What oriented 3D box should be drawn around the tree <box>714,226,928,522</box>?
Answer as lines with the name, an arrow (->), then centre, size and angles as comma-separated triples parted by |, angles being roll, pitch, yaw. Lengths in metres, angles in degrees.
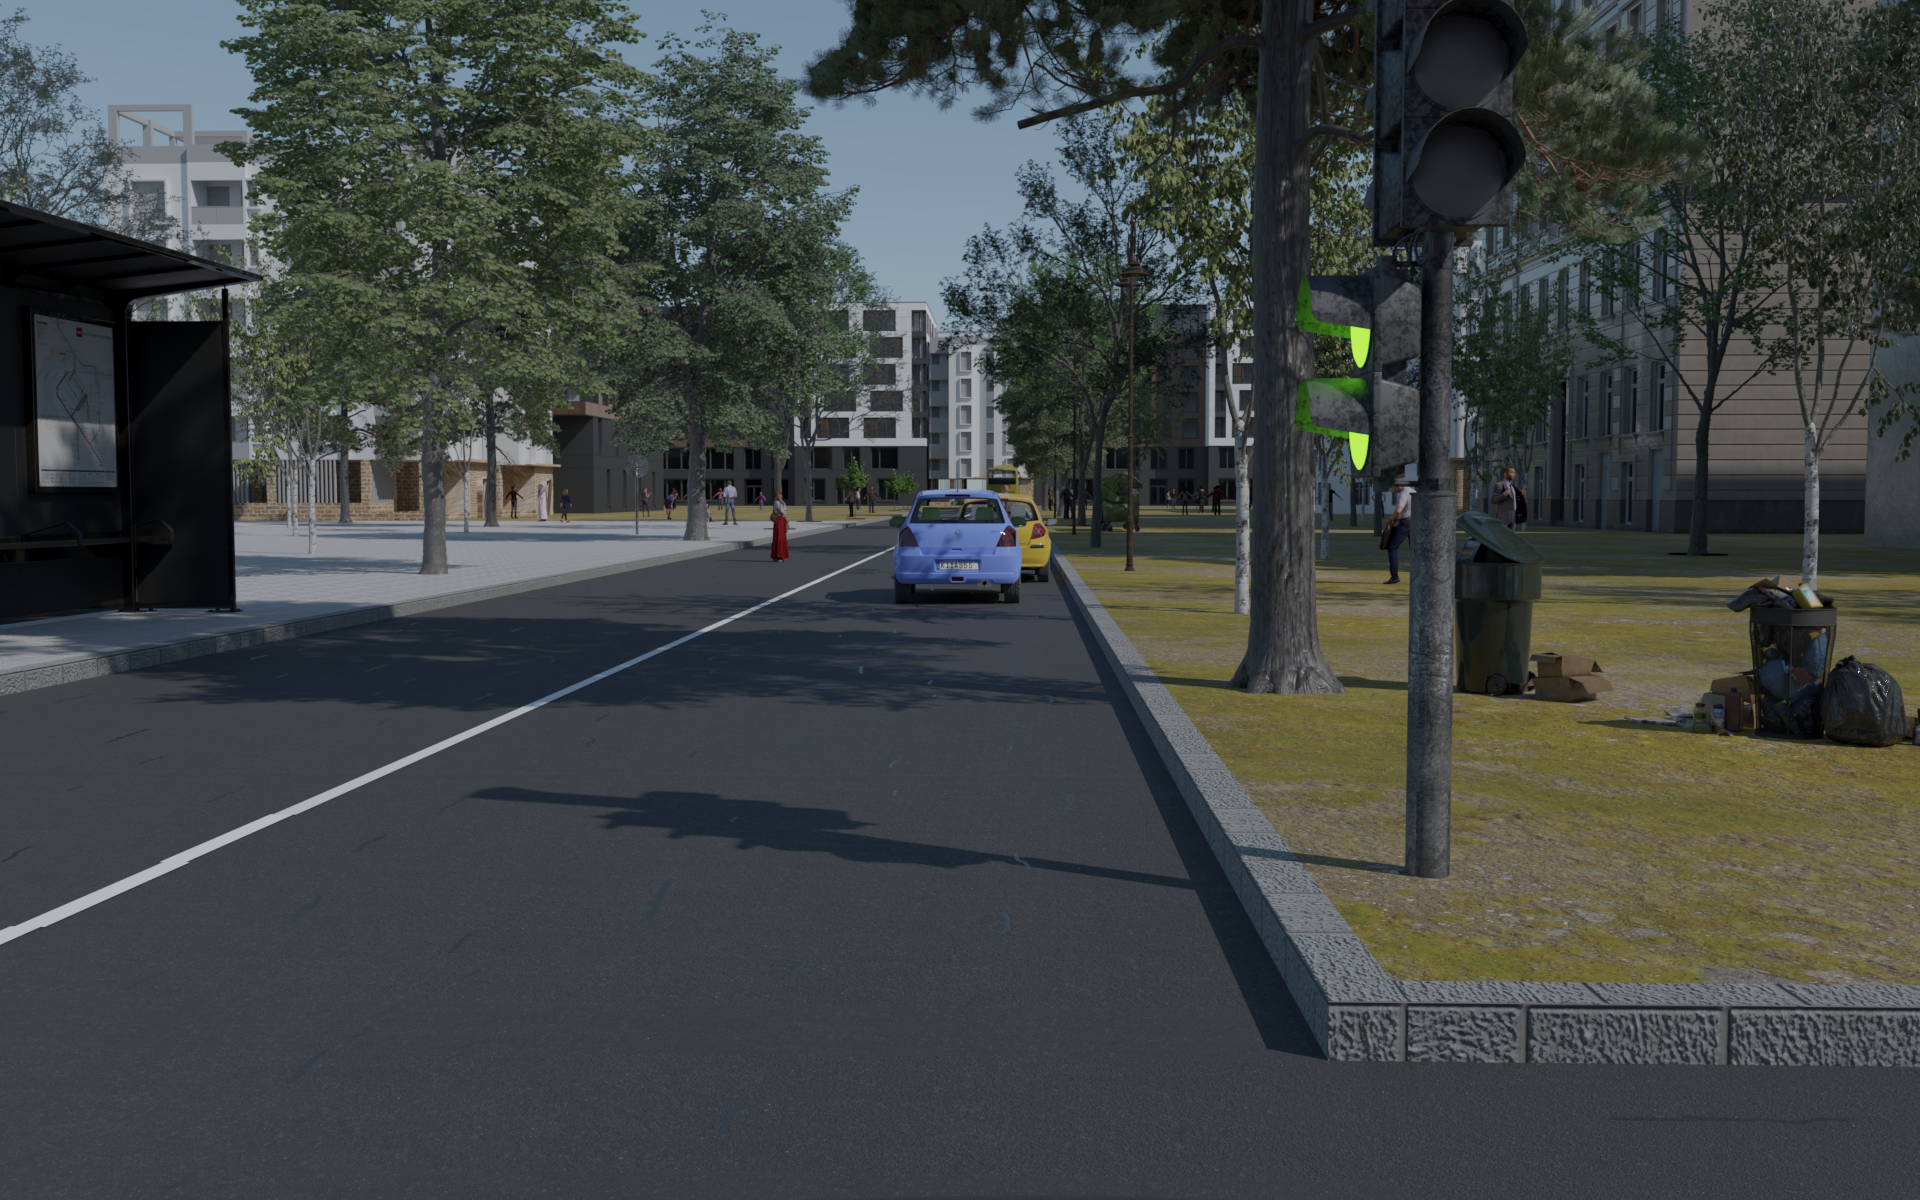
tree -> -6.941, -10.310, 78.931 | 12.009, 13.543, 11.850 | 0, 3, 0

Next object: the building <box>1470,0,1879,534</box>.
building -> 29.017, -16.487, 66.828 | 12.463, 27.353, 25.104 | 0, 4, 2

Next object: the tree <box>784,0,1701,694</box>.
tree -> 2.334, -6.349, 11.224 | 7.806, 13.903, 7.818 | 0, 3, 0

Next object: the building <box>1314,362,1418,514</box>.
building -> 28.272, -10.387, 111.969 | 9.099, 9.664, 28.070 | 0, 4, 2

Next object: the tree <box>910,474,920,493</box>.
tree -> -4.091, -8.961, 141.109 | 1.663, 3.219, 1.824 | 0, 3, 0

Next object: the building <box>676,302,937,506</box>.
building -> -19.421, -21.681, 198.452 | 32.646, 21.610, 27.936 | 0, 4, 2

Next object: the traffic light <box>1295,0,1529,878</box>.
traffic light -> 1.560, -1.009, 5.739 | 0.839, 4.213, 0.868 | 0, 4, 2

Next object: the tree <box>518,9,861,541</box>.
tree -> -7.279, -8.616, 47.524 | 9.857, 13.997, 8.962 | 0, 3, 0

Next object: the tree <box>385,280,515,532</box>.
tree -> -16.855, -6.602, 58.312 | 4.360, 8.622, 3.978 | 0, 3, 0

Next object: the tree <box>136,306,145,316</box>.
tree -> -27.402, -6.724, 60.299 | 4.737, 8.622, 4.395 | 0, 3, 0

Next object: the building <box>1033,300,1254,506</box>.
building -> 24.582, -21.593, 197.016 | 32.646, 21.610, 27.936 | 0, 4, 2

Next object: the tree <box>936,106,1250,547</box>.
tree -> 3.132, -6.526, 41.116 | 8.767, 10.594, 7.601 | 1, 4, 19

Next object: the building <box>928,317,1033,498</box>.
building -> 2.374, -20.488, 191.397 | 11.380, 20.091, 16.016 | 0, 4, 2

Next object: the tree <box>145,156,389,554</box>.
tree -> -14.035, -5.292, 36.885 | 4.737, 8.622, 4.395 | 0, 3, 0

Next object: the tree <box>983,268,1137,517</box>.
tree -> 5.869, -11.738, 98.569 | 9.857, 13.997, 8.962 | 0, 3, 0

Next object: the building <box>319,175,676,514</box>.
building -> -39.868, -17.218, 125.497 | 32.646, 21.610, 27.936 | 0, 4, 2

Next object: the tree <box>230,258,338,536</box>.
tree -> -20.286, -6.250, 52.544 | 4.360, 8.622, 3.978 | 0, 3, 0

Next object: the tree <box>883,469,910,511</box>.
tree -> -5.154, -8.464, 132.995 | 1.663, 3.219, 1.824 | 0, 3, 0

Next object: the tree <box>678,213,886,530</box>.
tree -> -6.501, -8.365, 62.518 | 9.928, 11.665, 9.643 | 0, 3, 0

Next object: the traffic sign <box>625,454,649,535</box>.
traffic sign -> -10.228, -3.344, 54.777 | 0.768, 2.556, 0.104 | 0, 4, 5

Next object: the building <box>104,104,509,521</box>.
building -> -33.057, -14.222, 88.952 | 16.016, 20.091, 11.380 | 0, 4, 2

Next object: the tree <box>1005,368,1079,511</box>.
tree -> 6.710, -13.000, 134.598 | 6.751, 12.117, 7.091 | 0, 3, 0

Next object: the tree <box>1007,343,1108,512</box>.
tree -> 6.971, -12.493, 122.393 | 7.486, 12.596, 7.792 | 0, 3, 0

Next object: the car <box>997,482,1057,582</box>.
car -> 0.664, -1.185, 29.599 | 2.015, 1.641, 3.980 | 0, 4, 2

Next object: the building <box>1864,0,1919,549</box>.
building -> 39.152, -13.921, 32.127 | 34.151, 26.468, 19.350 | 0, 4, 2

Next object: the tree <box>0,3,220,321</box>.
tree -> -23.246, -8.064, 42.210 | 12.009, 13.543, 11.850 | 0, 3, 0

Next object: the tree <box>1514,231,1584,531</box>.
tree -> 13.249, -5.711, 43.745 | 4.737, 8.622, 4.395 | 0, 3, 0

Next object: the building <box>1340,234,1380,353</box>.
building -> 33.368, -16.828, 131.555 | 16.016, 20.091, 11.380 | 0, 4, 2

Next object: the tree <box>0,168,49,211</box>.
tree -> -18.607, -4.948, 31.269 | 4.737, 8.622, 4.395 | 0, 3, 0

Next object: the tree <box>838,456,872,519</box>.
tree -> -5.484, -5.739, 88.432 | 1.663, 3.219, 1.824 | 0, 3, 0

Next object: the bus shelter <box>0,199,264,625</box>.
bus shelter -> -8.445, -1.494, 15.705 | 1.731, 3.624, 6.357 | 0, 4, 2

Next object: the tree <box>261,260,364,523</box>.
tree -> -27.245, -9.443, 76.441 | 6.751, 12.117, 7.091 | 0, 3, 0

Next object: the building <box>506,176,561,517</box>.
building -> -32.627, -14.981, 101.355 | 16.016, 20.091, 11.380 | 0, 4, 2

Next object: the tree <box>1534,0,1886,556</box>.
tree -> 15.536, -6.729, 35.774 | 9.928, 11.665, 9.643 | 0, 3, 0

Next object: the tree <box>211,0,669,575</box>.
tree -> -8.282, -6.708, 27.798 | 7.486, 12.596, 7.792 | 0, 3, 0

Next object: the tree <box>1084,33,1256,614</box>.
tree -> 3.041, -4.143, 18.096 | 4.737, 8.622, 4.395 | 0, 3, 0

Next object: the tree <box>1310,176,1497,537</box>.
tree -> 12.323, -7.181, 51.814 | 7.601, 10.594, 8.767 | -2, 4, -34

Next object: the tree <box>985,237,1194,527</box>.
tree -> 4.987, -8.721, 68.336 | 9.928, 11.665, 9.643 | 0, 3, 0

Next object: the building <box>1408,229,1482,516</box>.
building -> 32.108, -14.348, 91.005 | 16.016, 20.091, 11.380 | 0, 4, 2

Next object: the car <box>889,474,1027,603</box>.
car -> -0.032, -0.884, 24.041 | 1.945, 1.707, 3.694 | 0, 4, 0

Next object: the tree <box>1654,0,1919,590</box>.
tree -> 9.460, -4.180, 18.699 | 4.360, 8.622, 3.978 | 0, 3, 0

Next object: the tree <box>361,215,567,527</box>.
tree -> -18.244, -8.878, 67.205 | 6.751, 12.117, 7.091 | 0, 3, 0
